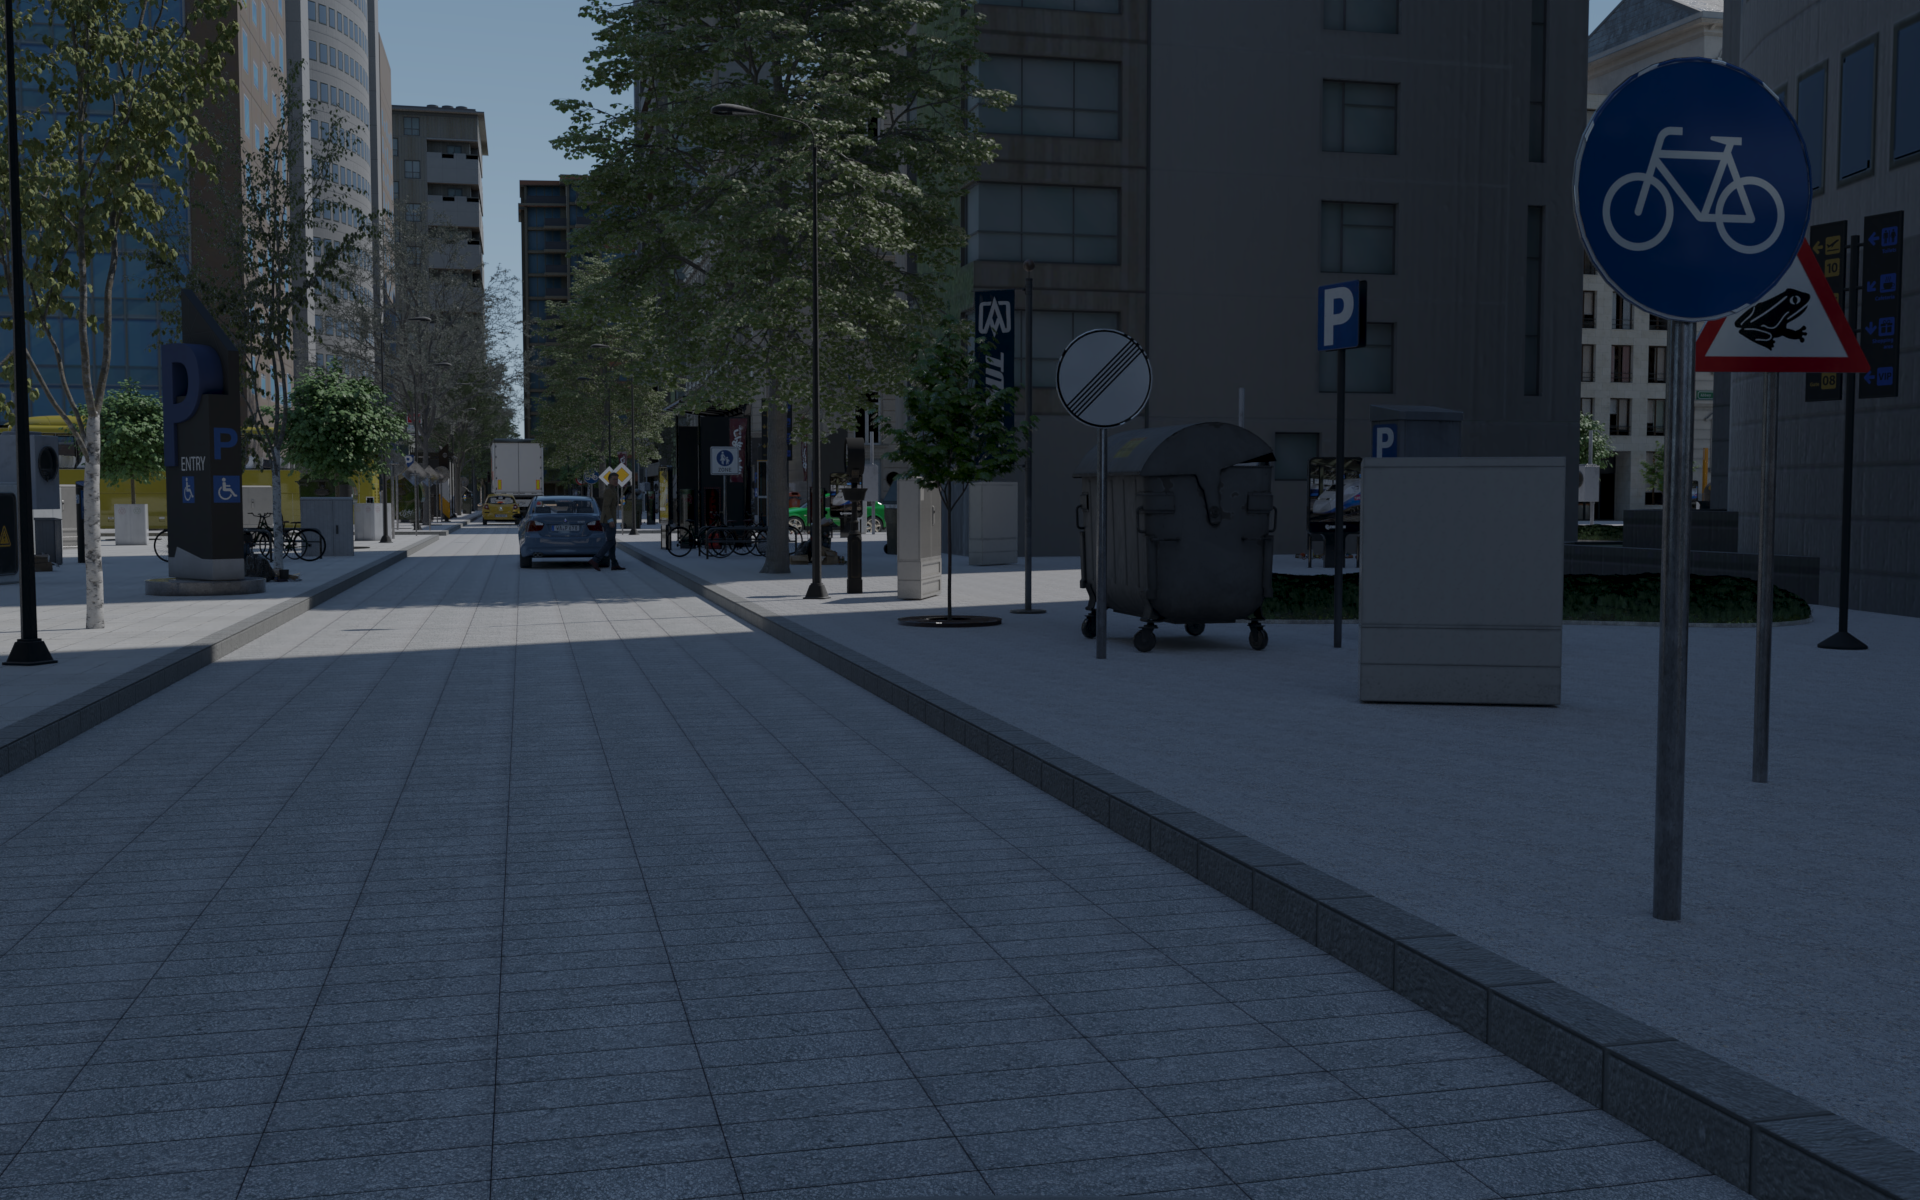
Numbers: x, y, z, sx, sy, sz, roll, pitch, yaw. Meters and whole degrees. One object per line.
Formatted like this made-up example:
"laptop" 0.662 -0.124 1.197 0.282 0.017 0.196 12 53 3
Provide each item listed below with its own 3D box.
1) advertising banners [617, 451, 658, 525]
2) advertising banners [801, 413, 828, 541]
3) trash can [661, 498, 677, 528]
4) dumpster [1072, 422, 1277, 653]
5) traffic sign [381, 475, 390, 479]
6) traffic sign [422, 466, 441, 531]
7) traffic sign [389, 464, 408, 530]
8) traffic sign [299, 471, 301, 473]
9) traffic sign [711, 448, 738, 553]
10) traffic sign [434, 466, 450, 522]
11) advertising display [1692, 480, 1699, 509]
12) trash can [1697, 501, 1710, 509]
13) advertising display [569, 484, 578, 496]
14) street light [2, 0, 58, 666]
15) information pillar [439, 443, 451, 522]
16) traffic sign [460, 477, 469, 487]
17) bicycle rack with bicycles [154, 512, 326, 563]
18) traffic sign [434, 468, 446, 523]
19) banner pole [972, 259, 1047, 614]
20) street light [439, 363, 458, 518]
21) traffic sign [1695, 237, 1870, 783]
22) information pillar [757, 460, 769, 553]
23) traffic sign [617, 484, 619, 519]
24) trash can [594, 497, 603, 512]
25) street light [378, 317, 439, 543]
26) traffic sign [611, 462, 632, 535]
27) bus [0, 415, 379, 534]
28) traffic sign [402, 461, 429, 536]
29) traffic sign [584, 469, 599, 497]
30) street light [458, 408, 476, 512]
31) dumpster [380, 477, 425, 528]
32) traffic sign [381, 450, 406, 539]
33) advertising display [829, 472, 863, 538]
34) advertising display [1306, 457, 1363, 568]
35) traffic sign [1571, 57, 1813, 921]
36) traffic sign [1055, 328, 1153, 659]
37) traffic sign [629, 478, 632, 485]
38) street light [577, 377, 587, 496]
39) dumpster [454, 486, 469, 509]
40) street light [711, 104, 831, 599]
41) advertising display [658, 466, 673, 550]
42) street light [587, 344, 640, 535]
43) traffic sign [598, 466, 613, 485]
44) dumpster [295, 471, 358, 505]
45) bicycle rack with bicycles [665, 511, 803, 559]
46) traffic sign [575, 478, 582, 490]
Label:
"advertising banners" -13.351 -4.614 71.635 0.090 3.025 2.074 3 5 40
"advertising banners" -3.084 -2.462 36.440 0.090 3.025 2.074 -1 4 -19
"trash can" -10.396 -3.079 61.992 0.748 1.137 0.748 0 3 0
"dumpster" 1.822 -0.551 14.764 1.264 1.857 1.865 -1 4 -14
"traffic sign" -26.628 -4.942 80.911 0.768 2.556 0.104 0 4 -7
"traffic sign" -18.584 -3.489 60.682 0.795 2.450 0.064 -1 4 -14
"traffic sign" -20.105 -3.776 61.844 0.768 2.556 0.104 0 4 -7
"traffic sign" -18.940 -3.082 50.503 0.768 2.556 0.104 -1 4 -13
"traffic sign" -5.085 -2.163 37.495 0.606 2.300 0.079 -1 4 -9
"traffic sign" -23.673 -4.828 79.051 0.768 2.556 0.104 0 4 -5
"advertising display" 34.211 -4.666 81.501 0.974 1.923 0.123 2 4 33
"trash can" 16.239 -1.567 37.280 0.748 1.137 0.748 0 3 0
"advertising display" -26.386 -6.915 118.270 0.123 1.923 0.974 1 4 18
"street light" -6.491 -2.475 13.015 1.470 5.913 1.316 -1 4 -14
"information pillar" -23.692 -5.397 79.595 0.504 3.616 0.183 1 4 14
"traffic sign" -36.562 -7.795 127.556 0.768 2.556 0.104 -1 4 -13
"bicycle rack with bicycles" -13.483 -1.216 33.262 2.925 0.926 2.852 1 4 11
"traffic sign" -23.317 -4.650 77.208 0.795 2.450 0.064 -1 4 -12
"banner pole" 0.523 -1.752 18.670 0.863 3.779 0.401 1 4 23
"street light" -18.683 -5.428 61.296 1.470 5.913 1.316 -1 4 -14
"traffic sign" 3.565 -0.467 7.644 0.884 2.594 0.081 0 4 -7
"information pillar" -4.190 -2.026 37.625 0.304 2.012 0.304 2 4 34
"traffic sign" -17.929 -5.545 90.774 0.768 2.556 0.104 -1 4 -11
"trash can" -16.525 -4.175 79.909 0.748 1.137 0.748 0 3 0
"street light" -14.555 -4.458 45.437 1.470 5.913 1.316 -1 4 -14
"traffic sign" -10.619 -3.106 54.428 0.795 2.450 0.064 -1 4 -14
"bus" -25.148 -3.914 55.541 12.252 3.916 2.896 -1 4 -14
"traffic sign" -16.631 -3.015 52.939 0.795 2.450 0.064 -1 4 -14
"traffic sign" -18.477 -5.307 86.872 0.768 2.556 0.104 -1 4 -10
"street light" -26.859 -7.410 93.690 1.470 5.913 1.316 -1 4 -14
"dumpster" -20.747 -3.791 64.483 1.502 2.255 1.985 -1 4 -14
"traffic sign" -16.229 -3.023 49.529 0.768 2.556 0.104 -1 4 -9
"advertising display" -3.346 -2.797 50.949 0.974 1.923 0.123 0 4 3
"advertising display" 6.510 -1.521 30.075 0.974 1.923 0.123 0 4 -3
"traffic sign" 2.141 -0.310 5.167 0.768 2.556 0.104 -1 4 -10
"traffic sign" 1.103 -0.815 13.427 0.768 2.556 0.104 -1 4 -9
"traffic sign" -16.726 -5.195 87.065 0.606 2.300 0.079 -1 4 -10
"street light" -14.518 -5.904 69.072 1.470 5.913 1.316 -1 4 -14
"dumpster" -35.808 -7.236 124.073 1.264 1.857 1.865 -1 4 -14
"street light" -2.280 -2.959 20.927 1.470 5.913 1.316 -1 4 -14
"advertising display" -6.768 -2.118 39.846 0.123 1.923 0.974 -1 4 -22
"street light" -10.732 -4.976 53.899 1.470 5.913 1.316 -1 4 -14
"traffic sign" -12.572 -3.580 62.172 0.795 2.450 0.064 -1 4 -14
"dumpster" -17.576 -2.786 48.050 1.502 2.255 1.985 -1 4 -14
"bicycle rack with bicycles" -4.510 -1.335 35.216 2.925 0.926 2.852 -1 4 -12
"traffic sign" -22.394 -6.273 102.672 0.768 2.556 0.104 -1 4 -12
